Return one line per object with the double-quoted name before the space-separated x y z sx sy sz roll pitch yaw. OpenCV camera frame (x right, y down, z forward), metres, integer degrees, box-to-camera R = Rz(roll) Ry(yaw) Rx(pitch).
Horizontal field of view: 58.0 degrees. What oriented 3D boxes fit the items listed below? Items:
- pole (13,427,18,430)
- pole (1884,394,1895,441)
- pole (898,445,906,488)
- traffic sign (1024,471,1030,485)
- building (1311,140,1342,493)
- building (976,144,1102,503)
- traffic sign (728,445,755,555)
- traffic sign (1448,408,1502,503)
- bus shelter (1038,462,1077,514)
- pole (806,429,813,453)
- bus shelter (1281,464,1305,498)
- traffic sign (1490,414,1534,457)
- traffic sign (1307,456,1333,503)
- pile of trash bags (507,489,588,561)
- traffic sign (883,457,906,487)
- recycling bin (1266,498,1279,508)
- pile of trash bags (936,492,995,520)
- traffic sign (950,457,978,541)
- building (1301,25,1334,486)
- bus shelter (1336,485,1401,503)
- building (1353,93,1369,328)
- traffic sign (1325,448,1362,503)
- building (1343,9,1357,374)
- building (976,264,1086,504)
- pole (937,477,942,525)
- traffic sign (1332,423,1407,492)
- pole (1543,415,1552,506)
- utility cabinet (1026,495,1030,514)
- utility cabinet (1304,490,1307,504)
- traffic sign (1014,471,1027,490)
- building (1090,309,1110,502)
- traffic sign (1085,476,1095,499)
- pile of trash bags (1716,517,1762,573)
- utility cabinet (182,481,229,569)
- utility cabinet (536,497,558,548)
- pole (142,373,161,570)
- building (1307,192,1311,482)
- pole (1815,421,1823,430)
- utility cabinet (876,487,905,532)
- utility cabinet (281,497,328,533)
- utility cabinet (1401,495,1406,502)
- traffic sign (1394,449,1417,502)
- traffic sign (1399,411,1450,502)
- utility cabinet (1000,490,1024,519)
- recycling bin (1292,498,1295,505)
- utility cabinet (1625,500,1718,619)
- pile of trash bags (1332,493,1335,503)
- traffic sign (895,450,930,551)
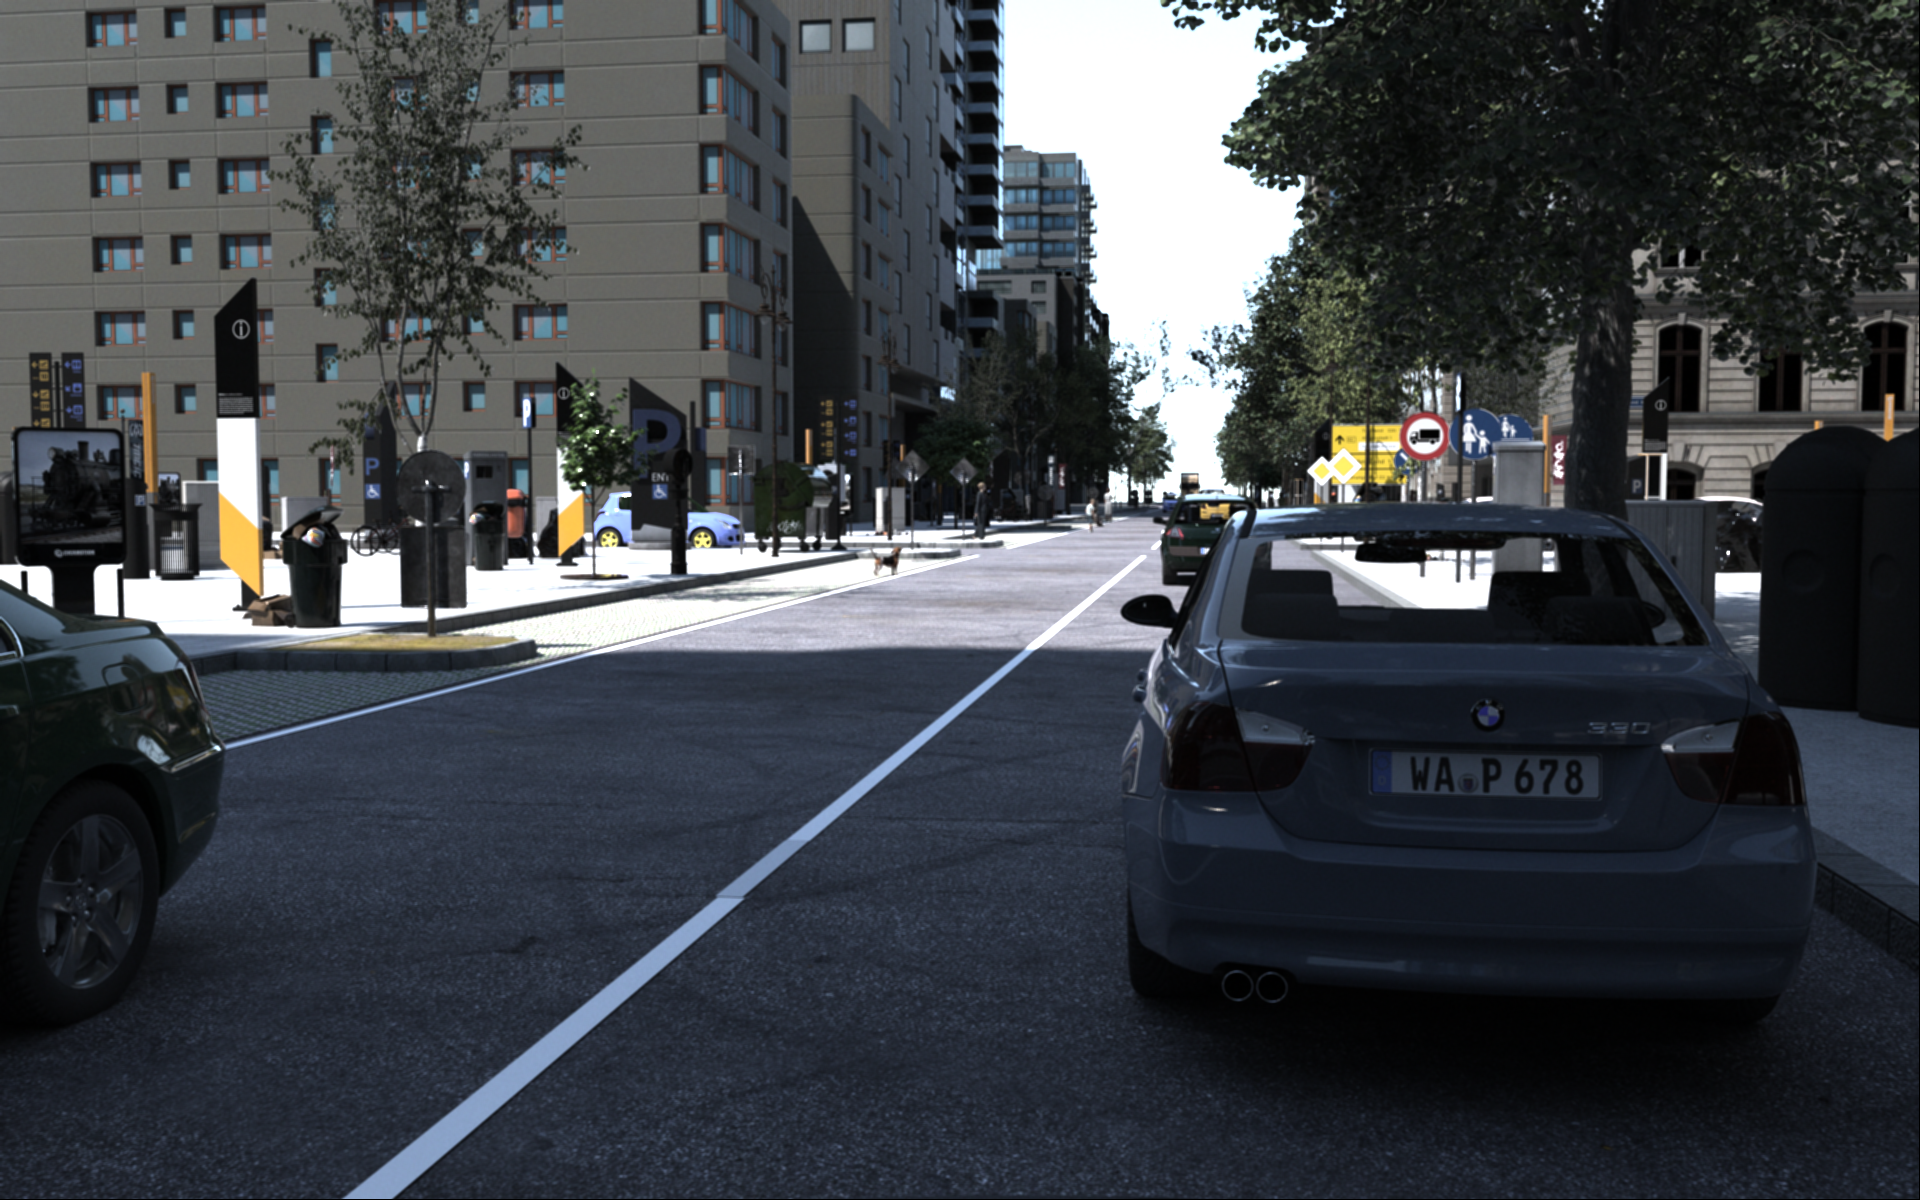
"pole" -28.684 -3.601 52.720 0.158 3.312 0.155 0 3 0
"pole" 18.947 -2.541 35.394 0.158 3.312 0.155 0 3 0
"pole" -2.344 -4.745 71.419 0.158 3.312 0.155 0 3 0
"traffic sign" 3.594 -5.911 96.753 0.768 2.556 0.104 1 4 12
"building" 51.185 -34.665 216.880 14.600 45.320 14.200 1 4 8
"building" 7.829 -38.200 244.177 23.786 49.044 30.456 1 4 8
"traffic sign" -4.597 -2.095 36.380 0.606 2.300 0.079 1 4 16
"traffic sign" 7.654 -1.571 25.791 0.768 2.556 0.104 1 4 13
"bus shelter" 6.362 -7.270 112.787 2.014 3.302 5.546 1 4 9
"pole" -4.743 -3.712 54.533 0.158 3.312 0.155 0 3 0
"bus shelter" 21.521 -7.435 112.840 1.731 3.624 6.357 1 4 8
"traffic sign" 8.727 -1.684 27.636 0.768 2.556 0.104 1 4 12
"traffic sign" 9.539 -2.572 45.695 0.795 2.450 0.064 1 4 8
"pile of trash bags" -8.559 -1.519 34.590 1.912 1.369 3.447 0 4 -2
"traffic sign" -2.250 -3.672 60.045 0.884 2.594 0.081 1 4 15
"recycling bin" 18.636 -5.528 102.940 0.722 1.027 0.722 0 4 -3
"pile of trash bags" 0.171 -4.753 87.466 3.447 1.369 1.912 1 4 14
"traffic sign" 0.102 -2.659 47.122 0.795 2.450 0.064 1 4 8
"building" 60.803 -50.488 263.728 20.563 71.187 20.611 1 4 8
"bus shelter" 12.592 -3.646 53.531 2.014 3.302 5.546 1 4 8
"building" 41.031 -28.502 149.606 14.154 41.232 14.086 1 4 8
"traffic sign" 8.357 -2.089 37.797 0.795 2.450 0.064 1 4 8
"building" 48.231 -38.375 169.435 21.231 58.520 28.212 1 4 8
"building" 8.614 -27.550 222.140 14.160 30.474 14.107 1 4 8
"pole" -0.849 -4.725 71.091 0.158 3.312 0.155 0 3 0
"traffic sign" 11.852 -3.439 50.098 2.265 3.308 0.079 1 4 18
"pole" 15.156 -3.115 44.767 0.158 3.312 0.155 0 3 0
"utility cabinet" 4.061 -5.137 95.153 1.020 1.237 0.306 -2 4 -25
"utility cabinet" 19.750 -5.427 97.408 0.318 1.500 1.173 3 4 37
"traffic sign" 3.368 -5.890 96.408 0.768 2.556 0.104 1 4 15
"building" 15.590 -30.281 266.797 14.160 30.474 14.107 1 4 8
"traffic sign" 9.109 -7.425 121.504 0.768 2.556 0.104 1 4 13
"pile of trash bags" 13.844 -1.149 28.544 3.447 1.369 1.912 1 4 15
"utility cabinet" -12.621 -1.281 29.622 1.173 1.500 0.318 -2 4 -35
"utility cabinet" -9.478 -1.818 40.880 1.020 1.237 0.306 -1 4 -15
"pole" -13.630 -2.162 29.189 0.158 3.312 0.155 0 3 0
"building" 59.268 -37.853 238.497 23.786 49.044 30.456 1 4 8
"pole" 23.870 -3.326 48.226 0.158 3.312 0.155 0 3 0
"utility cabinet" -2.328 -3.009 57.872 0.318 1.500 1.173 3 4 38
"utility cabinet" -15.475 -1.820 40.913 0.306 1.237 1.020 3 5 42
"utility cabinet" 21.085 -4.342 82.159 0.306 1.237 1.020 -2 4 -27
"traffic sign" 12.052 -2.843 46.591 0.768 2.556 0.104 1 4 11
"traffic sign" 7.146 -1.625 26.681 0.768 2.556 0.104 1 4 11
"utility cabinet" 2.660 -4.885 88.540 1.173 1.500 0.318 0 4 1
"recycling bin" 20.377 -5.735 106.317 0.722 1.027 0.722 -2 4 -35
"utility cabinet" 7.303 -0.419 18.016 0.306 1.237 1.020 -3 5 -40
"pile of trash bags" 26.005 -6.387 114.171 3.447 1.369 1.912 -1 4 -12
"traffic sign" -1.079 -2.176 39.224 0.795 2.450 0.064 1 4 8
